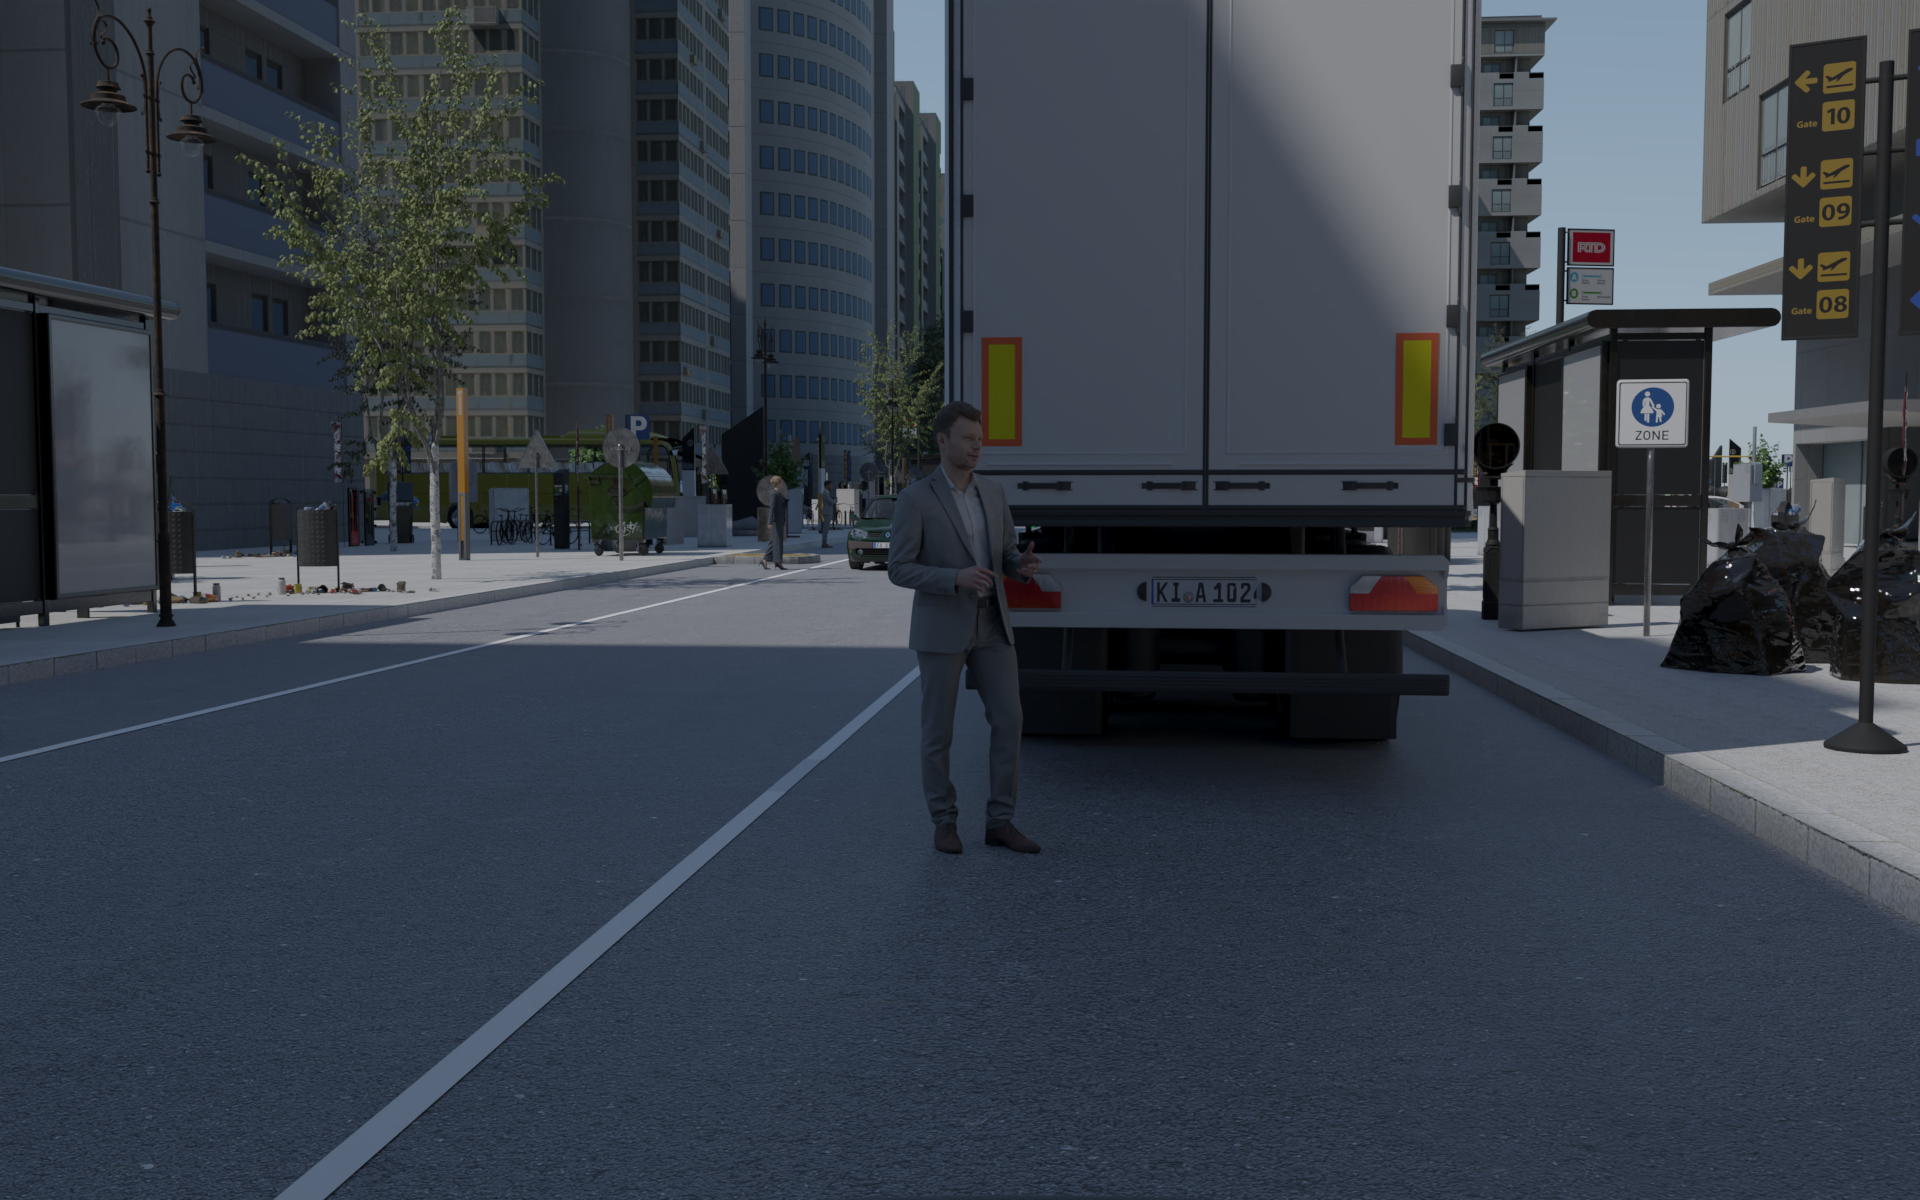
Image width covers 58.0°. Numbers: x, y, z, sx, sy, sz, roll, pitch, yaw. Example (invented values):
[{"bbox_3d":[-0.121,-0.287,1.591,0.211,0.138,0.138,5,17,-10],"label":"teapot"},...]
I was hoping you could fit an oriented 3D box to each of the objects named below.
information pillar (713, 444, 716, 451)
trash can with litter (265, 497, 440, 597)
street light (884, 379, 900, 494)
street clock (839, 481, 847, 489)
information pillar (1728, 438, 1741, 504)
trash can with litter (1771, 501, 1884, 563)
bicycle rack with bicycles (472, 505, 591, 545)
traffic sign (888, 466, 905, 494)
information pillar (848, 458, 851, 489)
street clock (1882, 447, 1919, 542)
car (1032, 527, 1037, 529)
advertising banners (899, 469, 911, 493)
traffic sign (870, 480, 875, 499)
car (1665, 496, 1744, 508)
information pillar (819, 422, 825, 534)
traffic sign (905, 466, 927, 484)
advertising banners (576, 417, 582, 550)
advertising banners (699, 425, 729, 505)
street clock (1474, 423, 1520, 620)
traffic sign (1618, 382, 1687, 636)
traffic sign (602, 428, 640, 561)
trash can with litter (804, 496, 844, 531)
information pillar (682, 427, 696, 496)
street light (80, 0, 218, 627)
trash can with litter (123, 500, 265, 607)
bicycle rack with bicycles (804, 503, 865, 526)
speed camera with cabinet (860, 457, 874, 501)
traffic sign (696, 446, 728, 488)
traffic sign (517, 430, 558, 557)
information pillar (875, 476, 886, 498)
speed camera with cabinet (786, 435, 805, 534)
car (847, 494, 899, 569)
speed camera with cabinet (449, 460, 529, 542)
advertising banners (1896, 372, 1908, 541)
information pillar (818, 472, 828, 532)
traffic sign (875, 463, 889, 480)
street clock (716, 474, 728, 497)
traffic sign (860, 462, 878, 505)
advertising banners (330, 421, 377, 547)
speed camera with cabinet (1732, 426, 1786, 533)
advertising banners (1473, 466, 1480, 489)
[{"bbox_3d":[-11.454,-5.450,80.464,0.183,3.616,0.504,-2,4,-26],"label":"information pillar"},{"bbox_3d":[-7.937,-0.696,22.435,2.233,1.210,1.678,0,4,-8],"label":"trash can with litter"},{"bbox_3d":[-2.714,-5.939,69.896,0.468,5.910,1.993,0,4,5],"label":"street light"},{"bbox_3d":[-6.708,-5.795,99.310,0.471,2.002,0.358,-3,4,-38],"label":"street clock"},{"bbox_3d":[32.596,-4.990,72.944,0.504,3.616,0.183,1,4,9],"label":"information pillar"},{"bbox_3d":[8.404,-0.382,17.305,1.678,1.210,2.233,2,4,33],"label":"trash can with litter"},{"bbox_3d":[-10.912,-1.887,44.239,2.852,0.926,2.925,1,4,22],"label":"bicycle rack with bicycles"},{"bbox_3d":[-2.979,-4.904,80.178,0.884,2.594,0.081,1,4,11],"label":"traffic sign"},{"bbox_3d":[-7.191,-7.381,112.026,0.183,3.616,0.504,-2,4,-33],"label":"information pillar"},{"bbox_3d":[14.546,-1.363,26.859,0.471,2.002,0.358,0,4,5],"label":"street clock"},{"bbox_3d":[2.004,-1.095,26.697,1.959,1.807,4.718,0,4,7],"label":"car"},{"bbox_3d":[-4.244,-7.589,120.261,2.074,3.025,0.090,-2,4,-25],"label":"advertising banners"},{"bbox_3d":[-3.970,-4.949,81.030,0.768,2.556,0.104,0,4,7],"label":"traffic sign"},{"bbox_3d":[27.503,-3.105,63.126,4.827,1.381,2.083,0,4,5],"label":"car"},{"bbox_3d":[-4.457,-3.955,56.019,0.183,3.616,0.504,1,4,10],"label":"information pillar"},{"bbox_3d":[-1.559,-3.528,61.329,0.795,2.450,0.064,0,4,5],"label":"traffic sign"},{"bbox_3d":[-8.758,-2.665,39.755,0.090,3.025,2.074,-1,4,-11],"label":"advertising banners"},{"bbox_3d":[-6.387,-2.983,44.966,0.090,3.025,2.074,1,4,12],"label":"advertising banners"},{"bbox_3d":[5.442,-0.801,17.670,0.471,2.002,0.358,1,4,11],"label":"street clock"},{"bbox_3d":[6.194,-0.821,15.560,0.606,2.300,0.079,1,4,12],"label":"traffic sign"},{"bbox_3d":[-6.527,-2.031,33.308,0.768,2.556,0.104,1,4,12],"label":"traffic sign"},{"bbox_3d":[-4.920,-3.082,61.447,1.678,1.210,2.233,2,4,27],"label":"trash can with litter"},{"bbox_3d":[-9.458,-4.229,60.504,0.504,3.616,0.183,1,4,15],"label":"information pillar"},{"bbox_3d":[-7.699,-2.681,16.621,0.468,5.910,1.993,0,4,5],"label":"street light"},{"bbox_3d":[-9.685,-0.577,20.498,2.233,1.210,1.678,0,4,-4],"label":"trash can with litter"},{"bbox_3d":[-5.407,-3.482,70.320,2.852,0.926,2.925,0,4,-4],"label":"bicycle rack with bicycles"},{"bbox_3d":[-5.481,-5.980,92.108,2.038,3.252,0.660,2,4,32],"label":"speed camera with cabinet"},{"bbox_3d":[-6.656,-2.845,46.514,0.884,2.594,0.081,0,4,6],"label":"traffic sign"},{"bbox_3d":[-8.572,-2.145,35.082,0.884,2.594,0.081,1,4,11],"label":"traffic sign"},{"bbox_3d":[-3.181,-3.924,68.642,0.304,2.012,0.304,-2,4,-31],"label":"information pillar"},{"bbox_3d":[-5.454,-3.844,57.187,0.660,3.252,2.038,0,4,-3],"label":"speed camera with cabinet"},{"bbox_3d":[-1.102,-1.491,34.165,2.009,1.686,4.222,0,4,7],"label":"car"},{"bbox_3d":[-12.843,-3.234,47.213,2.038,3.252,0.660,-2,4,-25],"label":"speed camera with cabinet"},{"bbox_3d":[13.274,-1.725,24.388,0.090,3.025,2.074,2,4,30],"label":"advertising banners"},{"bbox_3d":[-4.644,-3.309,58.601,0.304,2.012,0.304,0,4,3],"label":"information pillar"},{"bbox_3d":[-3.307,-4.349,71.219,0.768,2.556,0.104,1,4,10],"label":"traffic sign"},{"bbox_3d":[-7.103,-2.881,51.672,0.358,2.002,0.471,-2,4,-25],"label":"street clock"},{"bbox_3d":[-3.650,-4.238,69.394,0.768,2.556,0.104,1,4,8],"label":"traffic sign"},{"bbox_3d":[-14.803,-2.819,42.275,0.090,3.025,2.074,1,4,9],"label":"advertising banners"},{"bbox_3d":[23.684,-3.483,51.283,2.038,3.252,0.660,-3,4,-36],"label":"speed camera with cabinet"},{"bbox_3d":[25.652,-5.623,88.127,0.090,3.025,2.074,-3,4,-38],"label":"advertising banners"}]
